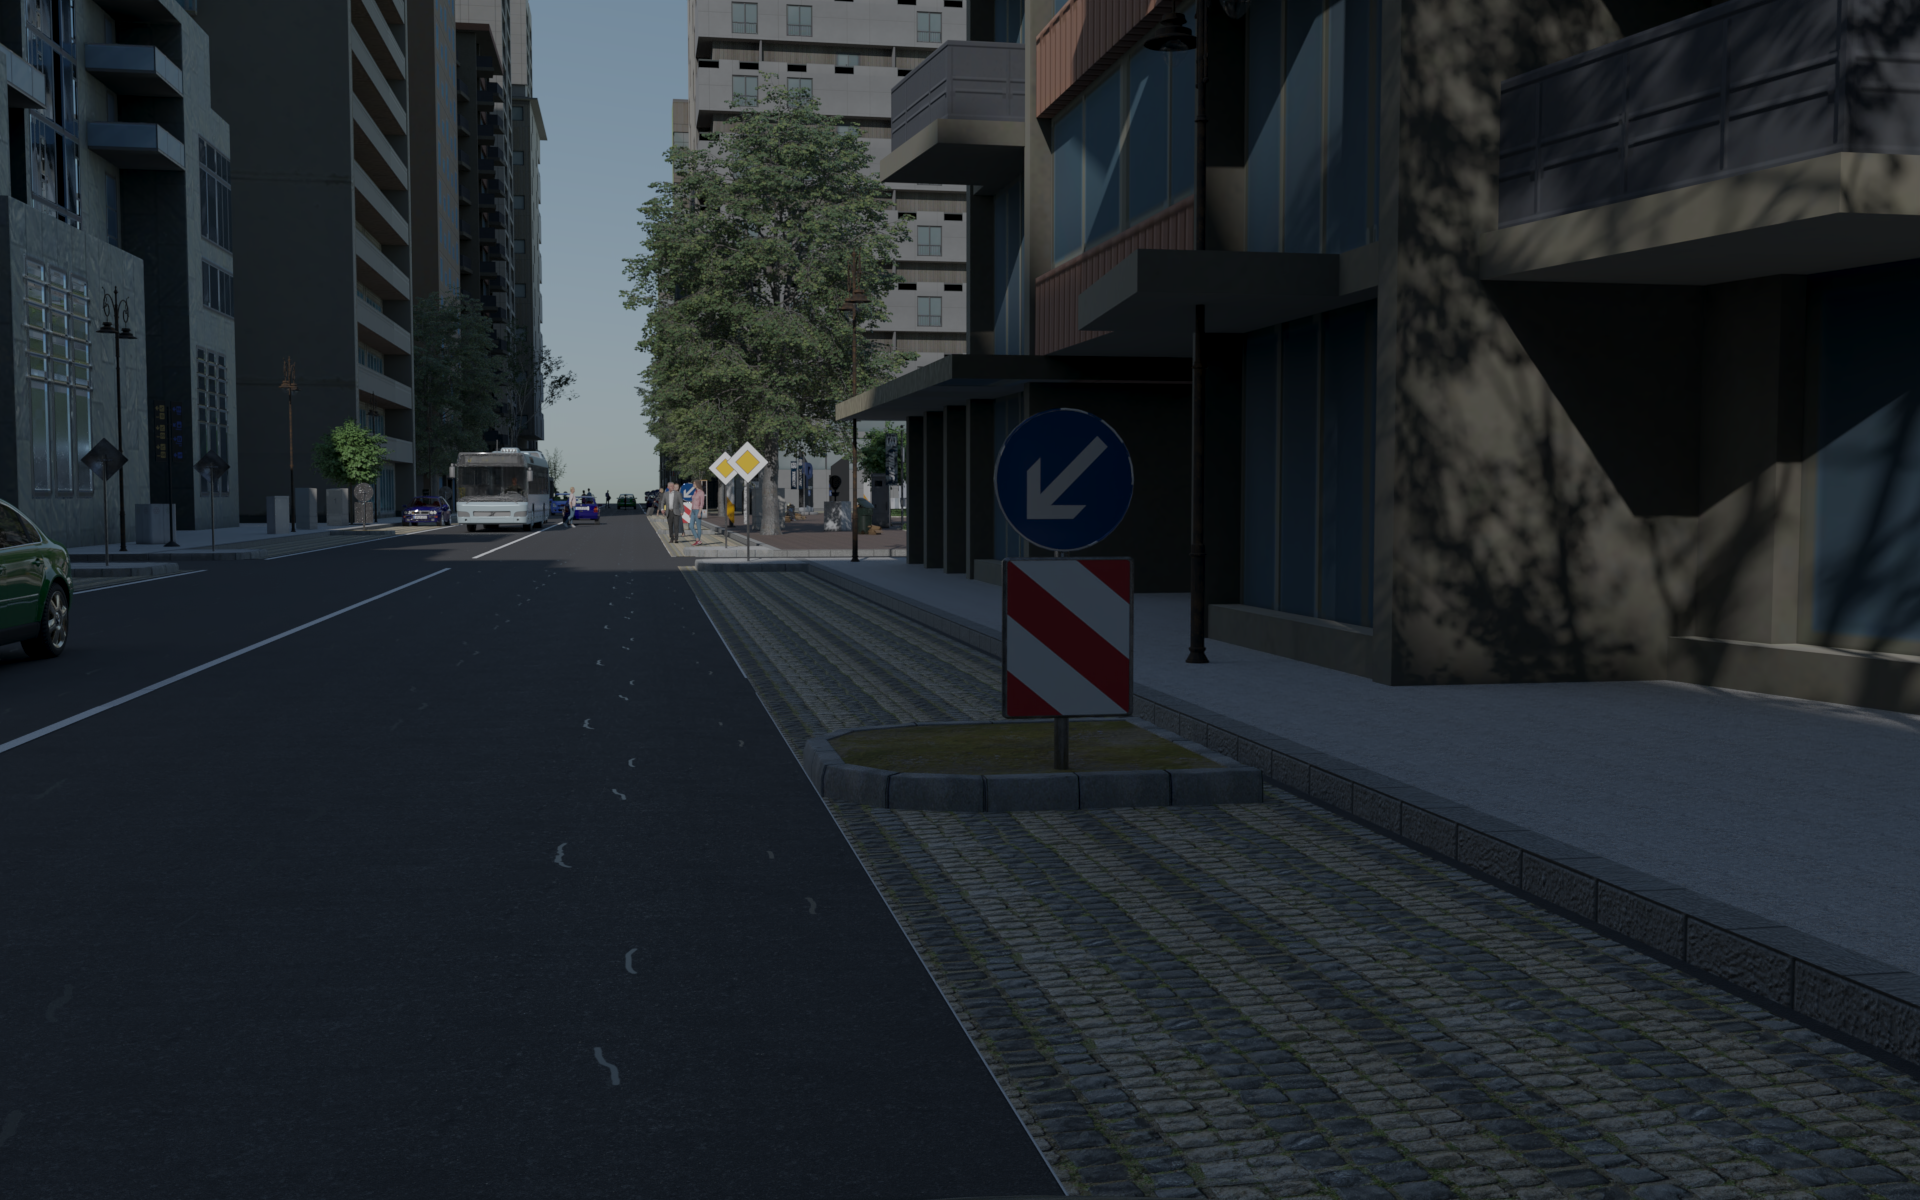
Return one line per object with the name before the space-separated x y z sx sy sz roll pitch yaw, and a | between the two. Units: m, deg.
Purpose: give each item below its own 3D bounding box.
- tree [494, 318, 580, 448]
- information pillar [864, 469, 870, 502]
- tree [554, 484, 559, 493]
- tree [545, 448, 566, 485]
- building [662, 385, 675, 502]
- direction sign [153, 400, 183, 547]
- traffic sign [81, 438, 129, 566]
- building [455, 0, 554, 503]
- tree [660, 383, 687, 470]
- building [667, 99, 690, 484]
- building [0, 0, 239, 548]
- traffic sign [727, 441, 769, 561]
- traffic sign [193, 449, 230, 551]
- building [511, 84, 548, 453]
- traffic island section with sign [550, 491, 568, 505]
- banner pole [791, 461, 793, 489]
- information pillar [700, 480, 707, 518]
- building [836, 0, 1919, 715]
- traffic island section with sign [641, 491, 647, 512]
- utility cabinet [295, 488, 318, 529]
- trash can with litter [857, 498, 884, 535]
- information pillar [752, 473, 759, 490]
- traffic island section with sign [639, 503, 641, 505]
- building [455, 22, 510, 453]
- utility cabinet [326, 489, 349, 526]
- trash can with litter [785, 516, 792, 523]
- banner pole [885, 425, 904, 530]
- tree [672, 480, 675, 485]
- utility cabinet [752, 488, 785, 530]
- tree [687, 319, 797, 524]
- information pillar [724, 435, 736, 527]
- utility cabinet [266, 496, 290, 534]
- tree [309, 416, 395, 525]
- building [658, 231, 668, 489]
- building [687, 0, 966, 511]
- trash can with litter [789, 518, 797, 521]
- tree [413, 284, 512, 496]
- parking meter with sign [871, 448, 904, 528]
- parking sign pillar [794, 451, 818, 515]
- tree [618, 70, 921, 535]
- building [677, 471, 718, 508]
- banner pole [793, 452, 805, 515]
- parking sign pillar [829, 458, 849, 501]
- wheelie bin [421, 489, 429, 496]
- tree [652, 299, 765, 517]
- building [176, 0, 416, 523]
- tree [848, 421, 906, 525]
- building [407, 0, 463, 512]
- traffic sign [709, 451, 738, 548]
tree | -46.644 -20.067 183.979 12.611 20.169 13.585 0 3 0
information pillar | -4.994 -6.215 92.965 0.183 3.616 0.504 -3 4 -39
tree | -62.460 -16.567 265.467 1.663 3.219 1.824 0 3 0
tree | -63.332 -19.531 269.699 4.360 8.622 3.978 0 3 0
building | -28.055 -24.516 245.873 27.650 21.520 28.899 -1 4 -11
direction sign | -19.218 -3.066 42.119 0.379 3.537 0.876 1 4 19
traffic sign | -15.241 -1.667 30.895 0.795 2.450 0.064 -1 4 -11
building | -69.526 -49.583 248.936 20.563 71.187 20.611 -1 4 -11
tree | -16.730 -9.731 109.467 4.360 8.622 3.978 0 3 0
building | -23.309 -30.590 183.748 14.154 41.232 14.086 -1 4 -11
building | -34.343 -44.991 48.279 22.319 86.520 31.000 -1 4 -11
traffic sign | -4.040 -1.794 32.982 0.795 2.450 0.064 -1 4 -11
traffic sign | -16.723 -2.147 38.742 0.795 2.450 0.064 -1 4 -11
building | -68.524 -38.879 224.914 28.713 52.752 27.495 -1 4 -11
traffic island section with sign | -50.641 -12.811 218.091 1.989 1.847 2.006 -1 4 -11
banner pole | -10.944 -7.683 115.638 0.863 3.779 0.401 -2 4 -31
information pillar | -13.491 -5.299 91.124 0.304 2.012 0.304 -2 4 -24
building | 10.785 -22.355 20.126 22.147 44.769 28.867 -1 4 -11
traffic island section with sign | -24.401 -7.984 139.174 1.989 1.847 2.006 -1 4 -11
utility cabinet | -23.638 -3.302 62.660 0.318 1.500 1.173 -3 5 -44
trash can with litter | -2.842 -2.658 54.845 1.055 1.170 0.624 3 5 44
information pillar | -13.505 -7.524 114.365 0.504 3.616 0.183 0 4 0
traffic island section with sign | -29.413 -9.604 165.661 1.989 1.847 2.006 -1 4 -11
building | -53.199 -30.780 157.882 22.147 44.769 28.867 -1 4 -11
utility cabinet | -24.985 -3.718 69.473 1.173 1.500 0.318 3 5 41
trash can with litter | -8.109 -4.068 77.893 1.055 1.170 0.624 -3 5 -41
banner pole | -2.316 -4.437 62.568 0.863 3.779 0.401 -1 4 -22
tree | -32.494 -12.503 199.031 1.663 3.219 1.824 0 3 0
utility cabinet | -6.833 -3.246 61.759 1.173 1.500 0.318 -2 4 -34
tree | -8.959 -7.564 74.037 4.360 8.622 3.978 0 3 0
information pillar | -8.894 -4.619 66.874 0.504 3.616 0.183 3 5 43
utility cabinet | -21.969 -2.729 55.777 0.306 1.237 1.020 0 4 4
tree | -25.259 -5.403 72.054 4.285 4.588 4.351 0 3 0
building | -39.179 -35.613 265.870 14.154 41.232 14.086 -1 4 -11
building | -8.399 -33.876 143.103 28.713 52.752 27.495 -1 4 -11
trash can with litter | -8.735 -4.481 84.318 1.678 1.210 2.233 -2 4 -35
tree | -32.462 -12.204 106.184 9.857 13.997 8.962 0 3 0
parking meter with sign | -2.975 -4.198 64.897 1.738 3.016 0.543 0 4 3
parking sign pillar | -9.474 -7.226 106.615 1.447 3.967 1.447 1 4 18
tree | -5.930 -9.025 54.206 9.857 13.997 8.962 0 3 0
building | -16.773 -44.500 165.835 20.563 71.187 20.611 -1 4 -11
banner pole | -9.489 -6.970 103.975 0.401 3.779 0.863 -3 4 -38
parking sign pillar | -7.927 -7.656 113.649 1.447 3.967 1.447 -2 4 -29
wheelie bin | -33.906 -6.271 110.431 0.980 1.594 0.693 -1 4 -14
tree | -13.497 -11.006 98.070 7.486 12.596 7.792 0 3 0
building | -39.112 -28.137 83.745 21.300 48.544 21.600 -1 4 -11
tree | -3.037 -5.496 73.575 4.285 4.588 4.351 0 3 0
building | -41.763 -28.563 117.108 14.600 45.320 14.200 -1 4 -11
traffic sign | -5.523 -2.274 40.829 0.795 2.450 0.064 -1 4 -11
